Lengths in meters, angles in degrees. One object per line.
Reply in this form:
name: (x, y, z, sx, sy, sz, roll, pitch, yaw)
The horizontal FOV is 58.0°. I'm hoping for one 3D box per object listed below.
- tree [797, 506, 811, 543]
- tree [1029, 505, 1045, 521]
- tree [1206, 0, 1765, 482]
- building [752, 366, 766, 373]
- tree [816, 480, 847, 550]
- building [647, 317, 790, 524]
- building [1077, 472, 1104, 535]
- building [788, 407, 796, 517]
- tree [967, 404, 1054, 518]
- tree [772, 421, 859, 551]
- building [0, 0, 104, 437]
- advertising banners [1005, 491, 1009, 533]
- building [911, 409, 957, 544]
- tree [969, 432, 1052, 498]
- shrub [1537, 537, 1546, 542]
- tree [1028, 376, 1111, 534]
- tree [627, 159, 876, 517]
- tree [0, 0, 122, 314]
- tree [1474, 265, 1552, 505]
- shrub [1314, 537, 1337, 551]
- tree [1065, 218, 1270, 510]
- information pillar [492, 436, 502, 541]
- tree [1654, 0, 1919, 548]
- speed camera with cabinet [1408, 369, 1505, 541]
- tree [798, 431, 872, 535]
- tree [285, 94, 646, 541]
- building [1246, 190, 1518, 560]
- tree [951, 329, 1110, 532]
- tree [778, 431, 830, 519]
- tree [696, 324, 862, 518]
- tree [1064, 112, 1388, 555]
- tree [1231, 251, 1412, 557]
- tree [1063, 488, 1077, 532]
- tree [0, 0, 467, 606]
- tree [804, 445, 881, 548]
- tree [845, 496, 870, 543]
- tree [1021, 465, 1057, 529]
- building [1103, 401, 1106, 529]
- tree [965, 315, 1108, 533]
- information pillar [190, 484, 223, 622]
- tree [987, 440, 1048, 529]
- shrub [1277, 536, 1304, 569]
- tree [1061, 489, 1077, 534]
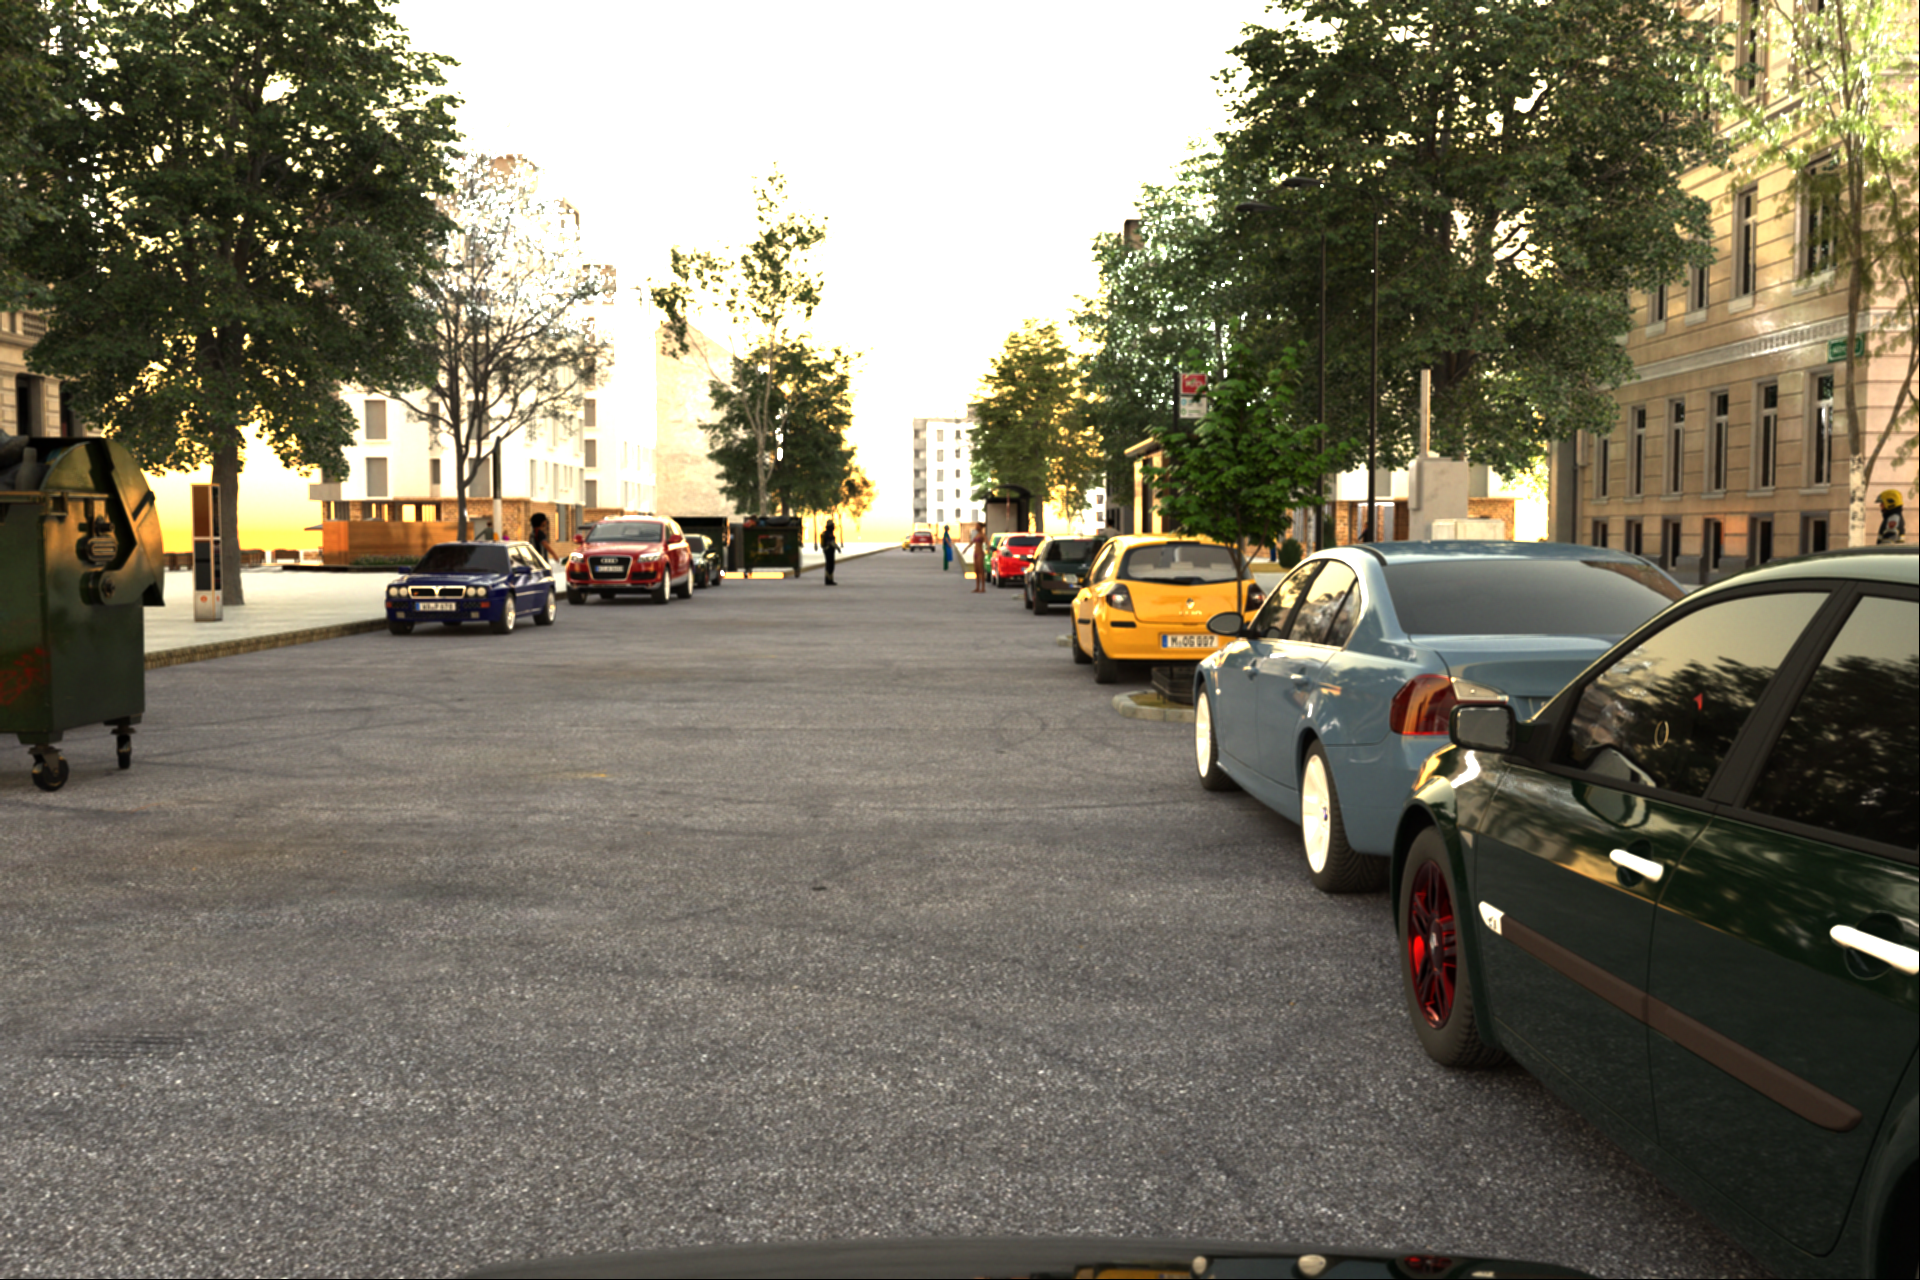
tree: (-22.757, -18.548, 253.619, 4.737, 8.622, 4.395, 0, 3, 0)
tree: (9.056, -19.536, 253.833, 7.601, 10.594, 8.767, 0, 4, 1)
tree: (8.473, -7.545, 30.014, 9.857, 13.997, 8.962, 0, 3, 0)
building: (-27.355, -20.757, 195.793, 16.016, 20.090, 11.380, 0, 3, 0)
tree: (-11.172, -11.649, 140.823, 4.737, 8.622, 4.395, 0, 3, 0)
building: (-28.313, -21.521, 182.792, 19.493, 23.208, 18.063, 0, 4, 0)
building: (20.494, -17.256, 224.280, 9.099, 9.664, 28.070, 0, 3, 0)
building: (-31.262, -22.058, 227.103, 16.747, 18.905, 31.486, 0, 4, -1)
tree: (4.233, -13.936, 145.980, 7.486, 12.596, 7.792, 0, 3, 0)
tree: (-11.168, -11.980, 130.292, 7.601, 10.594, 8.767, -2, 4, -31)
building: (-31.960, -13.321, 45.519, 11.050, 23.595, 19.941, 0, 4, 0)
advertising banners: (1.833, -4.376, 67.728, 0.090, 3.025, 2.074, 0, 4, -1)
building: (-6.831, -24.098, 252.886, 11.380, 20.090, 16.016, 0, 4, 2)
tree: (4.705, -14.150, 157.113, 9.928, 11.665, 9.643, 0, 3, 0)
shrub: (25.309, -3.923, 75.259, 1.383, 1.207, 1.383, 0, 3, 0)
tree: (4.909, -8.017, 81.437, 4.360, 8.622, 3.978, 0, 3, 0)
tree: (-10.809, -14.328, 90.158, 12.611, 20.169, 13.585, 0, 3, 0)
tree: (-13.581, -6.771, 17.363, 9.857, 13.997, 8.962, 0, 3, 0)
tree: (25.270, -9.497, 73.403, 7.486, 12.596, 7.792, 0, 3, 0)
shrub: (14.790, -3.605, 70.064, 1.383, 1.207, 1.383, 0, 3, 0)
tree: (8.976, -9.890, 68.355, 9.857, 13.997, 8.962, 0, 3, 0)
information pillar: (-10.993, -3.048, 41.184, 0.183, 3.616, 0.504, 0, 4, -1)
tree: (8.341, -4.038, 16.389, 4.360, 8.622, 3.978, 0, 3, 0)
speed camera with cabinet: (5.787, -1.584, 20.238, 0.660, 3.252, 2.038, 0, 4, 0)
tree: (-11.206, -13.140, 149.249, 8.767, 10.594, 7.601, 2, 4, 34)
tree: (-13.760, -8.414, 47.937, 12.009, 13.543, 11.850, 0, 3, 0)
building: (21.483, -14.792, 98.268, 16.016, 20.090, 11.380, 0, 4, -1)
tree: (4.609, -11.772, 102.845, 12.009, 13.543, 11.850, 0, 3, 0)
tree: (-10.690, -10.177, 116.762, 4.737, 8.622, 4.395, 0, 3, 0)
tree: (-10.731, -12.121, 104.837, 9.857, 13.997, 8.962, 0, 3, 0)
tree: (8.194, -8.865, 51.591, 9.857, 13.997, 8.962, 0, 3, 0)
tree: (8.558, -5.544, 41.013, 4.737, 8.622, 4.395, 0, 3, 0)
tree: (17.022, -18.443, 251.911, 4.360, 8.622, 3.978, 0, 3, 0)
tree: (-13.371, -7.609, 31.057, 9.857, 13.997, 8.962, 0, 3, 0)
tree: (-11.104, -13.829, 160.509, 8.767, 10.594, 7.601, -3, 4, -37)
tree: (-15.024, -18.530, 253.332, 4.737, 8.622, 4.395, 0, 3, 0)
tree: (5.005, -10.549, 122.840, 4.737, 8.622, 4.395, 0, 3, 0)
building: (21.492, -20.853, 197.360, 16.016, 20.090, 11.380, 0, 4, 0)
tree: (3.803, -10.533, 90.335, 7.486, 12.596, 7.792, 0, 3, 0)
information pillar: (-11.031, -1.277, 25.368, 0.304, 2.012, 0.304, 0, 3, 0)
tree: (4.112, -10.110, 115.662, 4.737, 8.622, 4.395, 0, 3, 0)
shrub: (12.013, -3.173, 62.993, 1.383, 1.207, 1.383, 0, 3, 0)
tree: (16.799, -18.167, 247.391, 4.360, 8.622, 3.978, 0, 3, 0)
